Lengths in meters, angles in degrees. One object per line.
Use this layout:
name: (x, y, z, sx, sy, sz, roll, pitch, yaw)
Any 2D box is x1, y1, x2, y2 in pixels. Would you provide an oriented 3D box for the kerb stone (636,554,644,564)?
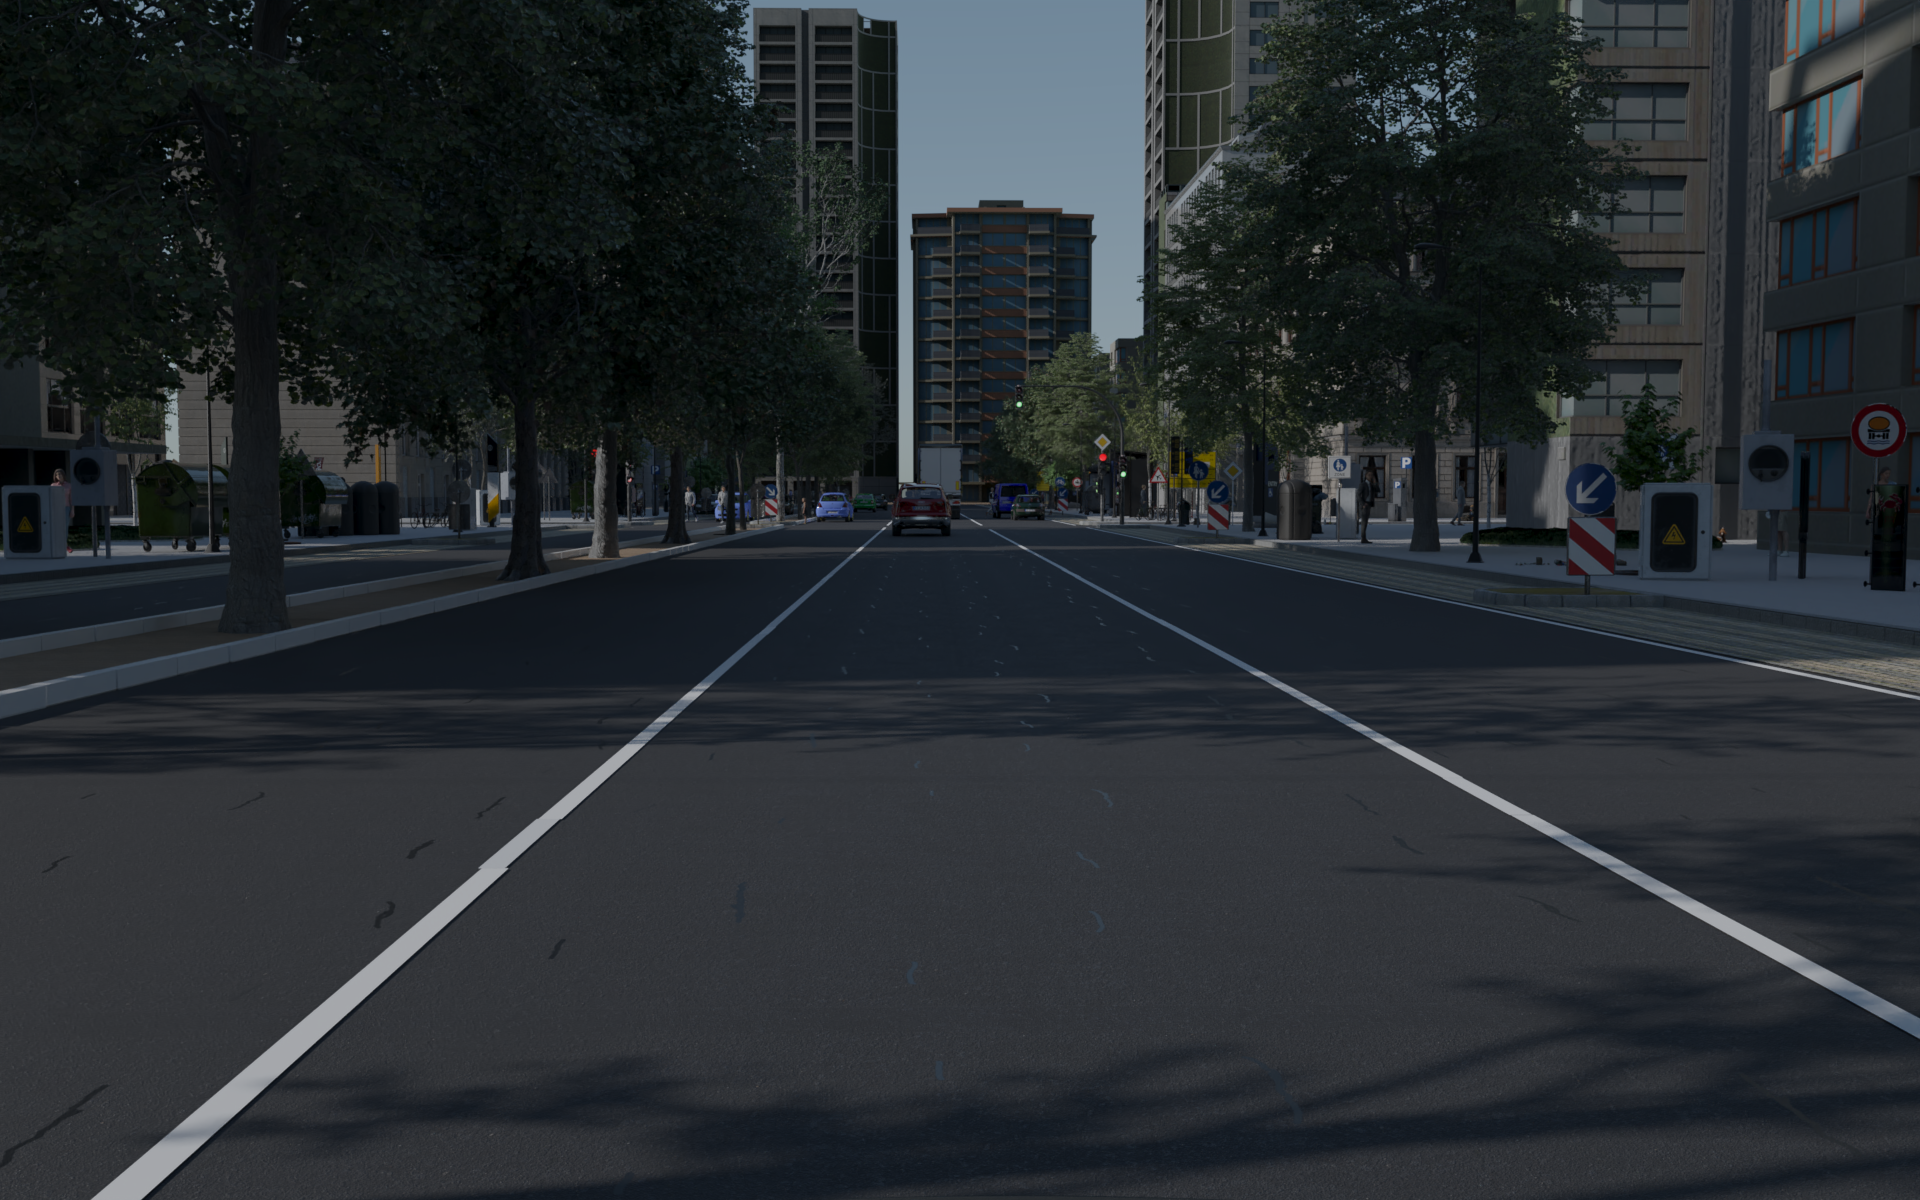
kerb stone: (-6.702, -0.827, 35.716, 0.120, 0.150, 1.000, 0, 4, -1)

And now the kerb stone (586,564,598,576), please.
kerb stone: (-6.598, -0.514, 30.596, 0.120, 0.150, 1.000, 0, 4, -1)

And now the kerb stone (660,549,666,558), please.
kerb stone: (-6.768, -1.015, 38.787, 0.120, 0.150, 1.000, 0, 4, -1)

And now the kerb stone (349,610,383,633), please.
kerb stone: (-6.344, 0.239, 18.295, 0.120, 0.150, 1.000, 0, 4, -1)

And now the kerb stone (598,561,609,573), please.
kerb stone: (-6.613, -0.572, 31.620, 0.120, 0.150, 1.000, 0, 4, -1)

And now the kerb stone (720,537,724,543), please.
kerb stone: (-7.002, -1.701, 50.040, 0.120, 0.150, 1.000, 0, 4, -1)

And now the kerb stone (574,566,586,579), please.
kerb stone: (-6.580, -0.451, 29.572, 0.120, 0.150, 1.000, 0, 4, -1)

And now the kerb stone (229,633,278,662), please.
kerb stone: (-6.267, 0.431, 15.224, 0.120, 0.150, 1.000, 0, 4, -1)

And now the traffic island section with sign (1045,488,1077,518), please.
traffic island section with sign: (6.105, -5.936, 105.676, 1.989, 1.847, 2.006, 0, 4, -1)

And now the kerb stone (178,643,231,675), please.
kerb stone: (-6.251, 0.494, 14.185, 0.120, 0.150, 1.000, 0, 4, -1)

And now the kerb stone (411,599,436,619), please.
kerb stone: (-6.383, 0.118, 20.343, 0.120, 0.150, 1.000, 0, 4, -1)

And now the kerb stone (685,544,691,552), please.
kerb stone: (-6.854, -1.260, 42.885, 0.120, 0.150, 1.000, 0, 4, -1)

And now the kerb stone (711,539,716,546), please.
kerb stone: (-6.952, -1.578, 47.997, 0.120, 0.150, 1.000, 0, 4, -1)

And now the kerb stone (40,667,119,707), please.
kerb stone: (-6.210, 0.615, 12.141, 0.120, 0.150, 1.000, 0, 4, -1)

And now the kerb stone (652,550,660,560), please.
kerb stone: (-6.743, -0.952, 37.766, 0.120, 0.150, 1.000, 0, 4, -1)

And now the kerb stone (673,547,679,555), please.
kerb stone: (-6.814, -1.138, 40.835, 0.120, 0.150, 1.000, 0, 4, -1)

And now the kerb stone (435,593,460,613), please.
kerb stone: (-6.397, 0.052, 21.366, 0.120, 0.150, 1.000, 0, 4, -1)

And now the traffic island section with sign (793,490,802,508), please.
traffic island section with sign: (-17.124, -10.598, 181.911, 1.989, 1.847, 2.006, 0, 4, -1)

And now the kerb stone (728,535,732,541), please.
kerb stone: (-7.049, -1.819, 52.084, 0.120, 0.150, 1.000, 0, 4, -1)

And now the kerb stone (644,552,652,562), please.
kerb stone: (-6.730, -0.890, 36.744, 0.120, 0.150, 1.000, 0, 4, -1)

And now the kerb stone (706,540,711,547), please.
kerb stone: (-6.940, -1.514, 46.975, 0.120, 0.150, 1.000, 0, 4, -1)

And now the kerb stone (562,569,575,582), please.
kerb stone: (-6.557, -0.387, 28.550, 0.120, 0.150, 1.000, 0, 4, -1)

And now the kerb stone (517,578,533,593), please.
kerb stone: (-6.488, -0.196, 25.472, 0.120, 0.150, 1.000, 0, 4, -1)

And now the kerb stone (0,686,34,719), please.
kerb stone: (-6.179, 0.678, 11.118, 0.120, 0.150, 1.000, 0, 4, -1)

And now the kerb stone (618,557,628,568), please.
kerb stone: (-6.655, -0.702, 33.666, 0.120, 0.150, 1.000, 0, 4, -1)

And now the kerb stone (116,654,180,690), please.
kerb stone: (-6.227, 0.553, 13.163, 0.120, 0.150, 1.000, 0, 4, -1)

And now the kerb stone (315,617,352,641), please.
kerb stone: (-6.321, 0.301, 17.274, 0.120, 0.150, 1.000, 0, 4, -1)

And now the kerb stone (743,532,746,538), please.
kerb stone: (-7.136, -2.079, 56.192, 0.120, 0.150, 1.000, 0, 4, -1)

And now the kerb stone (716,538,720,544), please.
kerb stone: (-6.979, -1.638, 49.018, 0.120, 0.150, 1.000, 0, 4, -1)

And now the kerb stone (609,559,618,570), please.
kerb stone: (-6.640, -0.639, 32.641, 0.120, 0.150, 1.000, 0, 4, -1)

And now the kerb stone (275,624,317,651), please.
kerb stone: (-6.291, 0.364, 16.245, 0.120, 0.150, 1.000, 0, 4, -1)

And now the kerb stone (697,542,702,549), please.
kerb stone: (-6.893, -1.391, 44.932, 0.120, 0.150, 1.000, 0, 4, -1)

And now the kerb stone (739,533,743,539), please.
kerb stone: (-7.106, -2.016, 55.171, 0.120, 0.150, 1.000, 0, 4, -1)

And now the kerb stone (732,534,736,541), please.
kerb stone: (-7.067, -1.889, 53.105, 0.120, 0.150, 1.000, 0, 4, -1)

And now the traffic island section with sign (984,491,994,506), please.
traffic island section with sign: (3.910, -12.306, 209.831, 1.989, 1.847, 2.006, 0, 4, -1)

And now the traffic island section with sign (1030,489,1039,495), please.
traffic island section with sign: (5.544, -7.587, 132.681, 1.989, 1.847, 2.006, 0, 4, -1)

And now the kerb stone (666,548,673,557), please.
kerb stone: (-6.795, -1.077, 39.812, 0.120, 0.150, 1.000, 0, 4, -1)

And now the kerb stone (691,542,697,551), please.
kerb stone: (-6.870, -1.322, 43.907, 0.120, 0.150, 1.000, 0, 4, -1)

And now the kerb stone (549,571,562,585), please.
kerb stone: (-6.534, -0.326, 27.529, 0.120, 0.150, 1.000, 0, 4, -1)

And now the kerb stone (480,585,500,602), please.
kerb stone: (-6.438, -0.075, 23.418, 0.120, 0.150, 1.000, 0, 4, -1)

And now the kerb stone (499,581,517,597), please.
kerb stone: (-6.469, -0.138, 24.450, 0.120, 0.150, 1.000, 0, 4, -1)

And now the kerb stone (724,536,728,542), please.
kerb stone: (-7.029, -1.765, 51.062, 0.120, 0.150, 1.000, 0, 4, -1)

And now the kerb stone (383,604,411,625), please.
kerb stone: (-6.357, 0.176, 19.318, 0.120, 0.150, 1.000, 0, 4, -1)

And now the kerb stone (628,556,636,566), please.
kerb stone: (-6.687, -0.763, 34.690, 0.120, 0.150, 1.000, 0, 4, -1)

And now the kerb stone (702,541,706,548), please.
kerb stone: (-6.922, -1.453, 45.953, 0.120, 0.150, 1.000, 0, 4, -1)

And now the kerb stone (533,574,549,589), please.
kerb stone: (-6.506, -0.264, 26.507, 0.120, 0.150, 1.000, 0, 4, -1)

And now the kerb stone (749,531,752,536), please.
kerb stone: (-7.175, -2.205, 58.245, 0.120, 0.150, 1.000, 0, 4, -1)

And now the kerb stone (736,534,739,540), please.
kerb stone: (-7.089, -1.948, 54.135, 0.120, 0.150, 1.000, 0, 4, -1)

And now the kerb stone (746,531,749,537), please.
kerb stone: (-7.151, -2.142, 57.214, 0.120, 0.150, 1.000, 0, 4, -1)

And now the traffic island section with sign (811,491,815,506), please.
traffic island section with sign: (-17.703, -12.285, 209.488, 1.989, 1.847, 2.006, 0, 4, -1)

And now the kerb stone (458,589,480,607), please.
kerb stone: (-6.425, -0.012, 22.391, 0.120, 0.150, 1.000, 0, 4, -1)

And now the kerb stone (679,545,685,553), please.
kerb stone: (-6.836, -1.202, 41.858, 0.120, 0.150, 1.000, 0, 4, -1)
